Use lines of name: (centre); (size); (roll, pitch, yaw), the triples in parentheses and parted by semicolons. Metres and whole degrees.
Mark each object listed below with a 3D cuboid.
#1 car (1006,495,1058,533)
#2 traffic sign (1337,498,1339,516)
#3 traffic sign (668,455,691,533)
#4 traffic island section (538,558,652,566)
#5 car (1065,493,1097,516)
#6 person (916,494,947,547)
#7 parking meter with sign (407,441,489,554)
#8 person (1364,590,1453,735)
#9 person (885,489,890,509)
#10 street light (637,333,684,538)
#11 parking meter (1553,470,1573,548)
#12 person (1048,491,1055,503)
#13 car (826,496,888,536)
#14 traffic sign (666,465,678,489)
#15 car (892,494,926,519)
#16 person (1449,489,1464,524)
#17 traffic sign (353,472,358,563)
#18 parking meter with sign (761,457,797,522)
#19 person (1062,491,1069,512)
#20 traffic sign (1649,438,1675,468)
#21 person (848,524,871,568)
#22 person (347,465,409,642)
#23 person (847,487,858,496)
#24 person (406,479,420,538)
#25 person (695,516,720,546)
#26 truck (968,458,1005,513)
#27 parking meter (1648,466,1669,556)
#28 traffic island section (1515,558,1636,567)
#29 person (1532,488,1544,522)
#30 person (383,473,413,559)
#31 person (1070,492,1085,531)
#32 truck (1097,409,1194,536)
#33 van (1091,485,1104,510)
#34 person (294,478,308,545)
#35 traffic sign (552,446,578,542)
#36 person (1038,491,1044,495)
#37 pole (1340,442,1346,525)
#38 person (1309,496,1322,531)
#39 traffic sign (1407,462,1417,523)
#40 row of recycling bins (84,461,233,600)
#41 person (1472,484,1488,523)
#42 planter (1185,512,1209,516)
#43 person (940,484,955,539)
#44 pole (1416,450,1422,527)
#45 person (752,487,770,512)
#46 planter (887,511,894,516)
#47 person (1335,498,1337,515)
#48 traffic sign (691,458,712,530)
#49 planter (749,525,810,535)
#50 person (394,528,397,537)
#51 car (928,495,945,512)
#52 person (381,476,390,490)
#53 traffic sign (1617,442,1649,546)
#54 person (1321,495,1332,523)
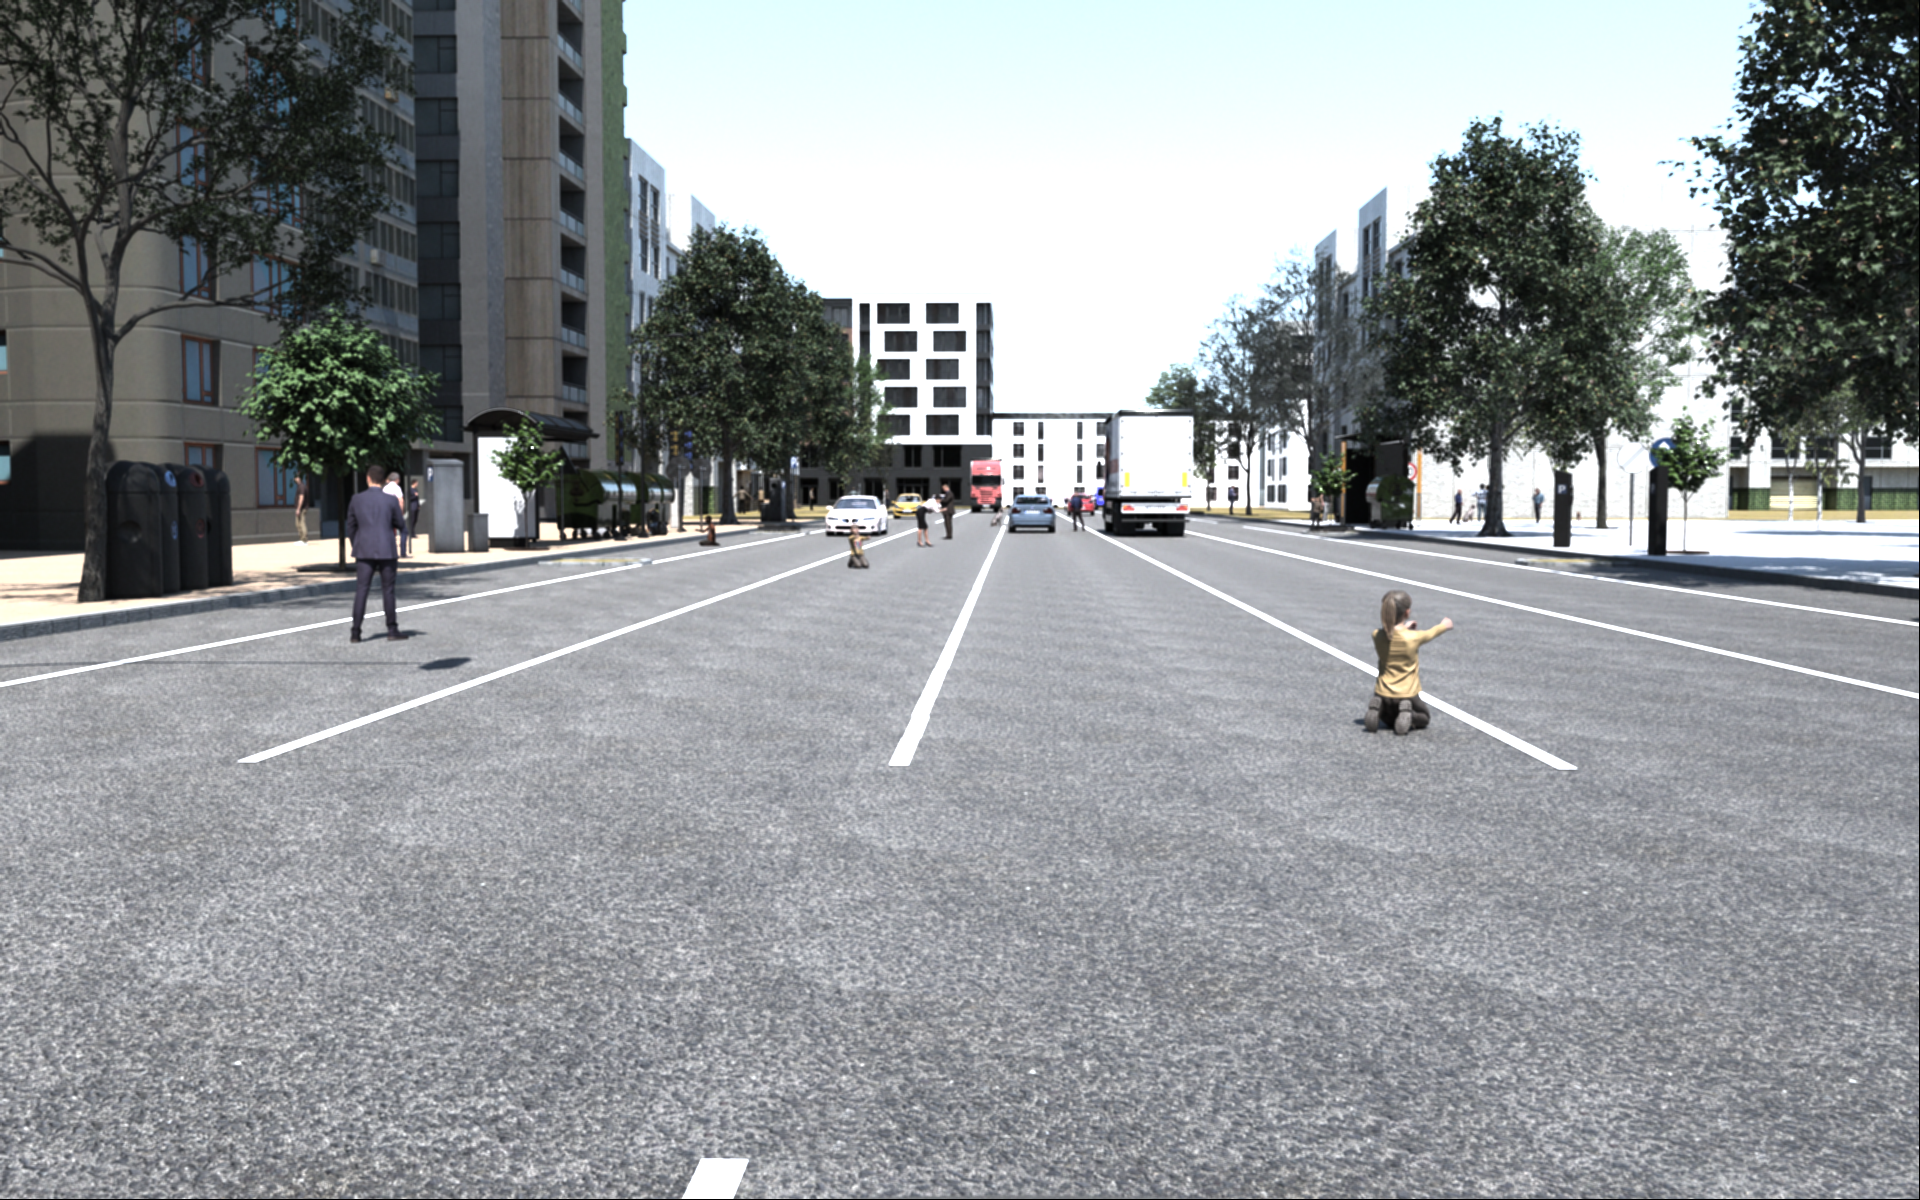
car: (2.721, -3.270, 65.461); (2.014, 1.417, 4.499); (0, 4, 2)
traffic sign: (16.983, -4.747, 77.724); (0.768, 2.556, 0.104); (0, 4, 4)
traffic sign: (-9.260, -3.489, 57.156); (0.768, 2.556, 0.104); (0, 4, 6)
traffic island section: (-7.359, -0.761, 35.311); (1.991, 0.108, 1.994); (0, 4, 2)
car: (8.080, -6.529, 115.789); (2.155, 1.783, 4.494); (0, 4, 3)
person: (-0.822, -2.172, 47.199); (0.628, 1.438, 0.799); (3, 4, 37)
parking meter with sign: (-11.130, -2.524, 37.529); (1.738, 3.016, 0.543); (-3, 4, -38)
person: (2.719, 0.360, 10.543); (0.347, 0.859, 0.695); (3, 4, 36)
person: (-6.364, -8.676, 148.425); (0.750, 1.759, 0.617); (2, 4, 34)
street light: (-8.676, -4.750, 50.201); (1.470, 5.913, 1.316); (0, 4, 2)
parking meter: (14.495, -2.195, 41.596); (0.399, 1.863, 0.255); (2, 4, 34)
person: (8.028, -8.803, 153.361); (0.756, 1.711, 0.436); (2, 4, 32)
car: (-3.586, -2.956, 60.694); (2.083, 1.381, 4.827); (0, 4, 3)
traffic sign: (-11.020, -4.088, 66.939); (0.768, 2.556, 0.104); (1, 4, 10)
car: (-2.954, -5.569, 101.271); (2.015, 1.641, 3.980); (0, 4, 2)
person: (21.138, -3.956, 73.415); (0.574, 1.496, 0.600); (-2, 4, -28)
traffic sign: (-11.191, -1.961, 32.073); (0.884, 2.594, 0.081); (1, 4, 8)
parking meter with sign: (-8.482, -5.158, 80.591); (1.738, 3.016, 0.543); (2, 4, 27)
person: (8.692, -8.062, 141.247); (0.436, 1.711, 0.756); (-2, 4, -35)
traffic sign: (15.992, -2.396, 39.276); (0.768, 2.556, 0.104); (1, 4, 10)
person: (-1.945, -1.040, 33.425); (0.347, 0.859, 0.695); (-2, 4, -24)
person: (-5.684, -0.457, 16.891); (0.541, 1.710, 0.530); (0, 4, 5)
person: (-8.539, -8.132, 139.083); (1.350, 1.814, 0.705); (0, 4, 3)
person: (-15.856, -2.648, 50.253); (0.530, 1.710, 0.541); (1, 4, 22)
person: (-7.027, -1.910, 48.014); (0.655, 0.850, 0.859); (-1, 4, -20)
truck: (2.132, -9.040, 136.717); (2.839, 4.237, 11.283); (0, 4, 2)
parking meter: (14.614, -1.869, 36.269); (0.255, 1.863, 0.399); (0, 4, -4)
traffic island section: (12.391, -0.754, 35.196); (1.991, 0.108, 1.994); (0, 4, 2)
person: (26.069, -4.271, 78.087); (0.429, 1.552, 0.499); (-2, 4, -25)
person: (-11.238, -1.684, 34.522); (0.756, 1.711, 0.436); (3, 5, 44)
person: (4.581, -3.421, 67.130); (0.574, 1.496, 0.600); (1, 4, 12)
truck: (6.601, -4.506, 62.582); (2.839, 4.237, 11.283); (0, 4, 2)
van: (13.014, -9.277, 156.060); (2.240, 2.365, 5.245); (0, 4, 1)
person: (-16.628, -2.290, 43.620); (0.434, 1.807, 0.598); (0, 4, -5)
traffic sign: (-10.692, -2.845, 46.517); (0.884, 2.594, 0.081); (1, 4, 11)
person: (3.669, -4.049, 76.915); (0.590, 1.554, 0.614); (1, 4, 20)
pole: (14.979, -4.515, 67.670); (0.158, 3.312, 0.155); (0, 3, 0)
person: (13.913, -3.384, 67.733); (0.435, 1.345, 0.340); (-1, 4, -18)
traffic sign: (17.718, -4.193, 68.658); (0.768, 2.556, 0.104); (0, 4, 3)
row of recycling bins: (-10.507, -0.955, 22.732); (1.069, 1.692, 3.534); (0, 4, -5)
person: (22.761, -4.204, 75.500); (0.841, 1.734, 0.376); (2, 4, 29)
planter: (14.974, -5.543, 111.764); (1.991, 0.319, 1.994); (0, 4, 2)
person: (-0.454, -2.816, 55.227); (0.600, 1.739, 0.565); (-3, 4, -36)
pole: (17.621, -4.442, 66.472); (0.158, 3.312, 0.155); (0, 3, 0)
person: (-14.055, -7.115, 122.467); (1.348, 1.812, 0.705); (-1, 4, -13)
planter: (-4.775, -5.583, 112.417); (1.991, 0.319, 1.994); (0, 4, 2)
person: (17.687, -4.512, 80.515); (0.576, 1.737, 0.504); (3, 5, 39)
traffic sign: (-9.111, -3.721, 60.951); (0.768, 2.556, 0.104); (0, 4, 4)
planter: (-6.453, -2.513, 62.233); (1.991, 0.319, 1.994); (0, 4, 2)
person: (-15.993, -2.434, 48.312); (0.523, 1.526, 0.387); (-3, 5, -40)
car: (-1.552, -7.822, 140.245); (2.083, 1.381, 4.827); (0, 4, 1)
person: (-13.963, -2.172, 42.241); (0.565, 1.739, 0.600); (-1, 4, -16)
traffic sign: (16.451, -2.587, 42.407); (0.768, 2.556, 0.104); (0, 4, 3)
person: (16.068, -4.264, 75.880); (0.598, 1.807, 0.434); (-2, 4, -27)
